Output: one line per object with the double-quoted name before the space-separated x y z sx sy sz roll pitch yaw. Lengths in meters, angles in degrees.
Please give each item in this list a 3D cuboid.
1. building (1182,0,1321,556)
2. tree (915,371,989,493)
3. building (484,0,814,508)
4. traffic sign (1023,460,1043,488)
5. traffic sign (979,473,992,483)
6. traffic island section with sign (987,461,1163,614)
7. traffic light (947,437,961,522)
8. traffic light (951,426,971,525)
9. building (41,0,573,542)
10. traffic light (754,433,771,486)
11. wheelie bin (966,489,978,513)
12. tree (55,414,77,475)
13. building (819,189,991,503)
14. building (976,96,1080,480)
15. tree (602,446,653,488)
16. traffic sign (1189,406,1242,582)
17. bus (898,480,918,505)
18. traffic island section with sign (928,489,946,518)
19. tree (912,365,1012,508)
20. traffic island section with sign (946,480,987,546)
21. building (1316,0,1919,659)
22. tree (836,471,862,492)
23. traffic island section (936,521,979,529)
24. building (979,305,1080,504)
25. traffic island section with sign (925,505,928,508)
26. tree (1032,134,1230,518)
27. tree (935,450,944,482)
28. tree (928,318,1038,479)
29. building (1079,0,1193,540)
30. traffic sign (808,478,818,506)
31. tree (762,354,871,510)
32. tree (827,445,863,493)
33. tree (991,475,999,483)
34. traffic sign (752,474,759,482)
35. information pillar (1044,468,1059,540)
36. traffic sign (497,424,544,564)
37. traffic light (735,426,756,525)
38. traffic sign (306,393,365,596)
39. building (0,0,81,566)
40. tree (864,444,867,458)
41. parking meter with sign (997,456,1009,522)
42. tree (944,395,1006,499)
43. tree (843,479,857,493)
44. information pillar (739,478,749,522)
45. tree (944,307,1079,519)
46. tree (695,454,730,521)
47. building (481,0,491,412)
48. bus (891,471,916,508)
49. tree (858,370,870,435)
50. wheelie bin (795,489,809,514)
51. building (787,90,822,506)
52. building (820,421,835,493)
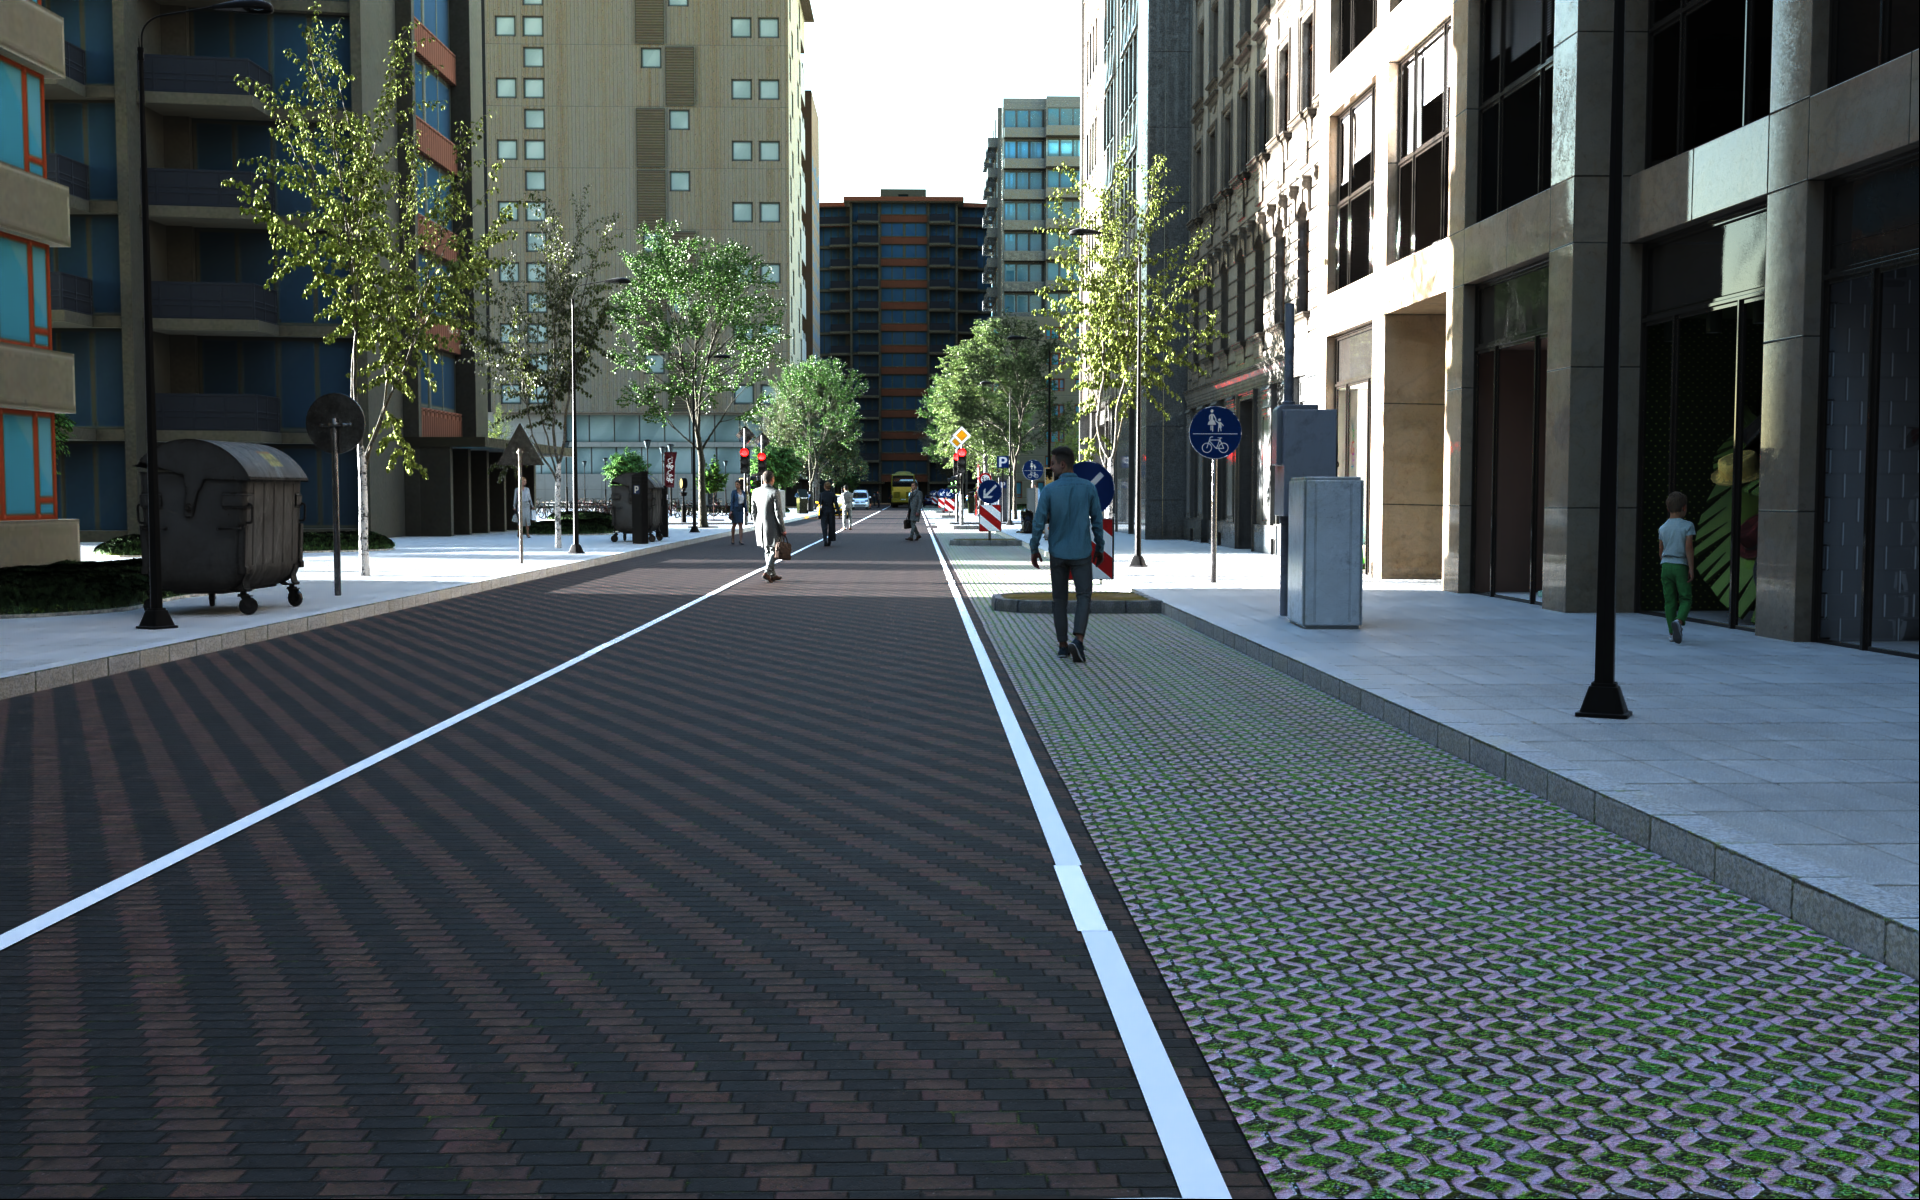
"building" 11.186 -11.621 39.149 9.793 20.994 18.267 0 4 -1
"tree" 0.106 -13.423 145.214 9.928 11.665 9.643 0 3 0
"building" -29.005 -35.364 167.447 28.713 52.752 27.495 0 4 -1
"traffic sign" 2.710 -3.926 64.293 0.768 2.556 0.104 0 4 3
"traffic sign" 1.513 -6.302 103.149 0.768 2.556 0.104 0 4 6
"traffic island section with sign" 1.404 -0.791 21.563 1.989 1.847 2.006 0 4 -1
"traffic light" -0.151 -5.532 79.376 0.839 4.253 0.868 0 4 -1
"traffic light" 0.057 -5.044 71.393 0.839 4.253 0.868 0 4 -1
"building" -28.856 -24.445 54.301 28.867 44.769 22.147 0 4 -1
"traffic light" -9.009 -5.517 79.130 0.839 4.253 0.868 0 4 -1
"wheelie bin" 0.870 -6.585 115.579 0.980 1.594 0.693 0 4 7
"tree" -23.251 -3.567 42.032 4.285 4.588 4.351 0 3 0
"building" -8.869 -36.489 251.225 28.867 44.769 22.147 0 4 -1
"building" 14.132 -36.246 212.229 23.786 49.044 30.456 0 4 -1
"tree" -22.477 -8.147 116.920 4.285 4.588 4.351 0 3 0
"traffic sign" 3.683 -1.528 25.095 0.768 2.556 0.104 0 4 -1
"bus" -6.856 -14.017 224.039 2.948 3.499 13.247 0 4 -3
"traffic island section with sign" -0.759 -5.868 104.562 1.989 1.847 2.006 0 4 -1
"tree" 0.566 -15.365 161.592 12.009 13.543 11.850 0 3 0
"traffic island section with sign" 0.698 -2.439 48.509 1.989 1.847 2.006 0 4 -1
"building" 16.266 -12.748 12.946 19.350 26.468 34.151 0 4 -1
"tree" -13.614 -14.030 213.110 4.285 4.588 4.351 0 3 0
"traffic island section" -0.111 -3.499 79.491 2.009 0.180 2.903 0 4 -1
"building" 16.361 -20.694 183.389 27.650 21.520 28.899 0 4 -1
"traffic island section with sign" -1.473 -7.535 131.821 1.989 1.847 2.006 0 4 -1
"tree" 3.331 -5.275 36.611 4.737 8.622 4.395 0 3 0
"tree" -0.885 -15.208 199.012 4.360 8.622 3.978 0 3 0
"tree" 1.500 -11.836 111.652 7.486 12.596 7.792 0 3 0
"building" 10.960 -14.684 58.098 12.078 24.808 19.932 0 4 -1
"traffic sign" -11.300 -8.144 133.268 0.768 2.556 0.104 0 4 2
"tree" -11.848 -13.797 142.596 9.611 12.733 9.660 0 3 0
"tree" -13.328 -15.027 196.057 4.360 8.622 3.978 0 3 0
"tree" 2.584 -9.708 153.327 1.663 3.219 1.824 0 3 0
"traffic sign" -10.181 -5.198 87.124 0.606 2.300 0.079 0 4 7
"information pillar" 2.547 -2.662 48.015 0.304 2.012 0.304 2 4 35
"traffic sign" -8.100 -1.952 31.925 0.884 2.594 0.081 0 4 5
"traffic light" -8.801 -5.029 71.147 0.839 4.253 0.868 0 4 -1
"traffic sign" -7.869 -1.329 21.831 0.768 2.556 0.104 0 4 4
"building" -26.874 -10.152 11.033 27.650 21.520 28.899 0 4 -1
"tree" -14.378 -17.218 231.869 4.360 8.622 3.978 0 3 0
"parking meter with sign" 2.027 -5.124 80.044 0.543 3.016 1.738 0 4 5
"tree" 1.836 -10.410 120.560 4.360 8.622 3.978 0 3 0
"tree" -12.985 -13.027 207.588 1.663 3.219 1.824 0 3 0
"information pillar" -10.023 -4.641 80.369 0.304 2.012 0.304 2 4 31
"tree" 2.529 -9.339 87.112 8.767 10.594 7.601 3 5 43
"tree" -11.776 -5.436 83.474 1.663 3.219 1.824 0 3 0
"building" -57.513 -47.442 213.923 20.611 71.187 20.563 0 4 -1
"bus" -6.119 -11.969 187.243 2.896 3.916 12.252 0 4 -2
"tree" -10.781 -12.309 127.015 9.928 11.665 9.643 0 3 0
"wheelie bin" -10.378 -6.460 113.524 0.980 1.594 0.693 -2 4 -30
"building" -22.563 -32.939 188.657 14.600 45.320 14.200 0 4 -1
"building" -31.719 -55.141 214.219 31.000 86.520 22.319 0 4 -1
